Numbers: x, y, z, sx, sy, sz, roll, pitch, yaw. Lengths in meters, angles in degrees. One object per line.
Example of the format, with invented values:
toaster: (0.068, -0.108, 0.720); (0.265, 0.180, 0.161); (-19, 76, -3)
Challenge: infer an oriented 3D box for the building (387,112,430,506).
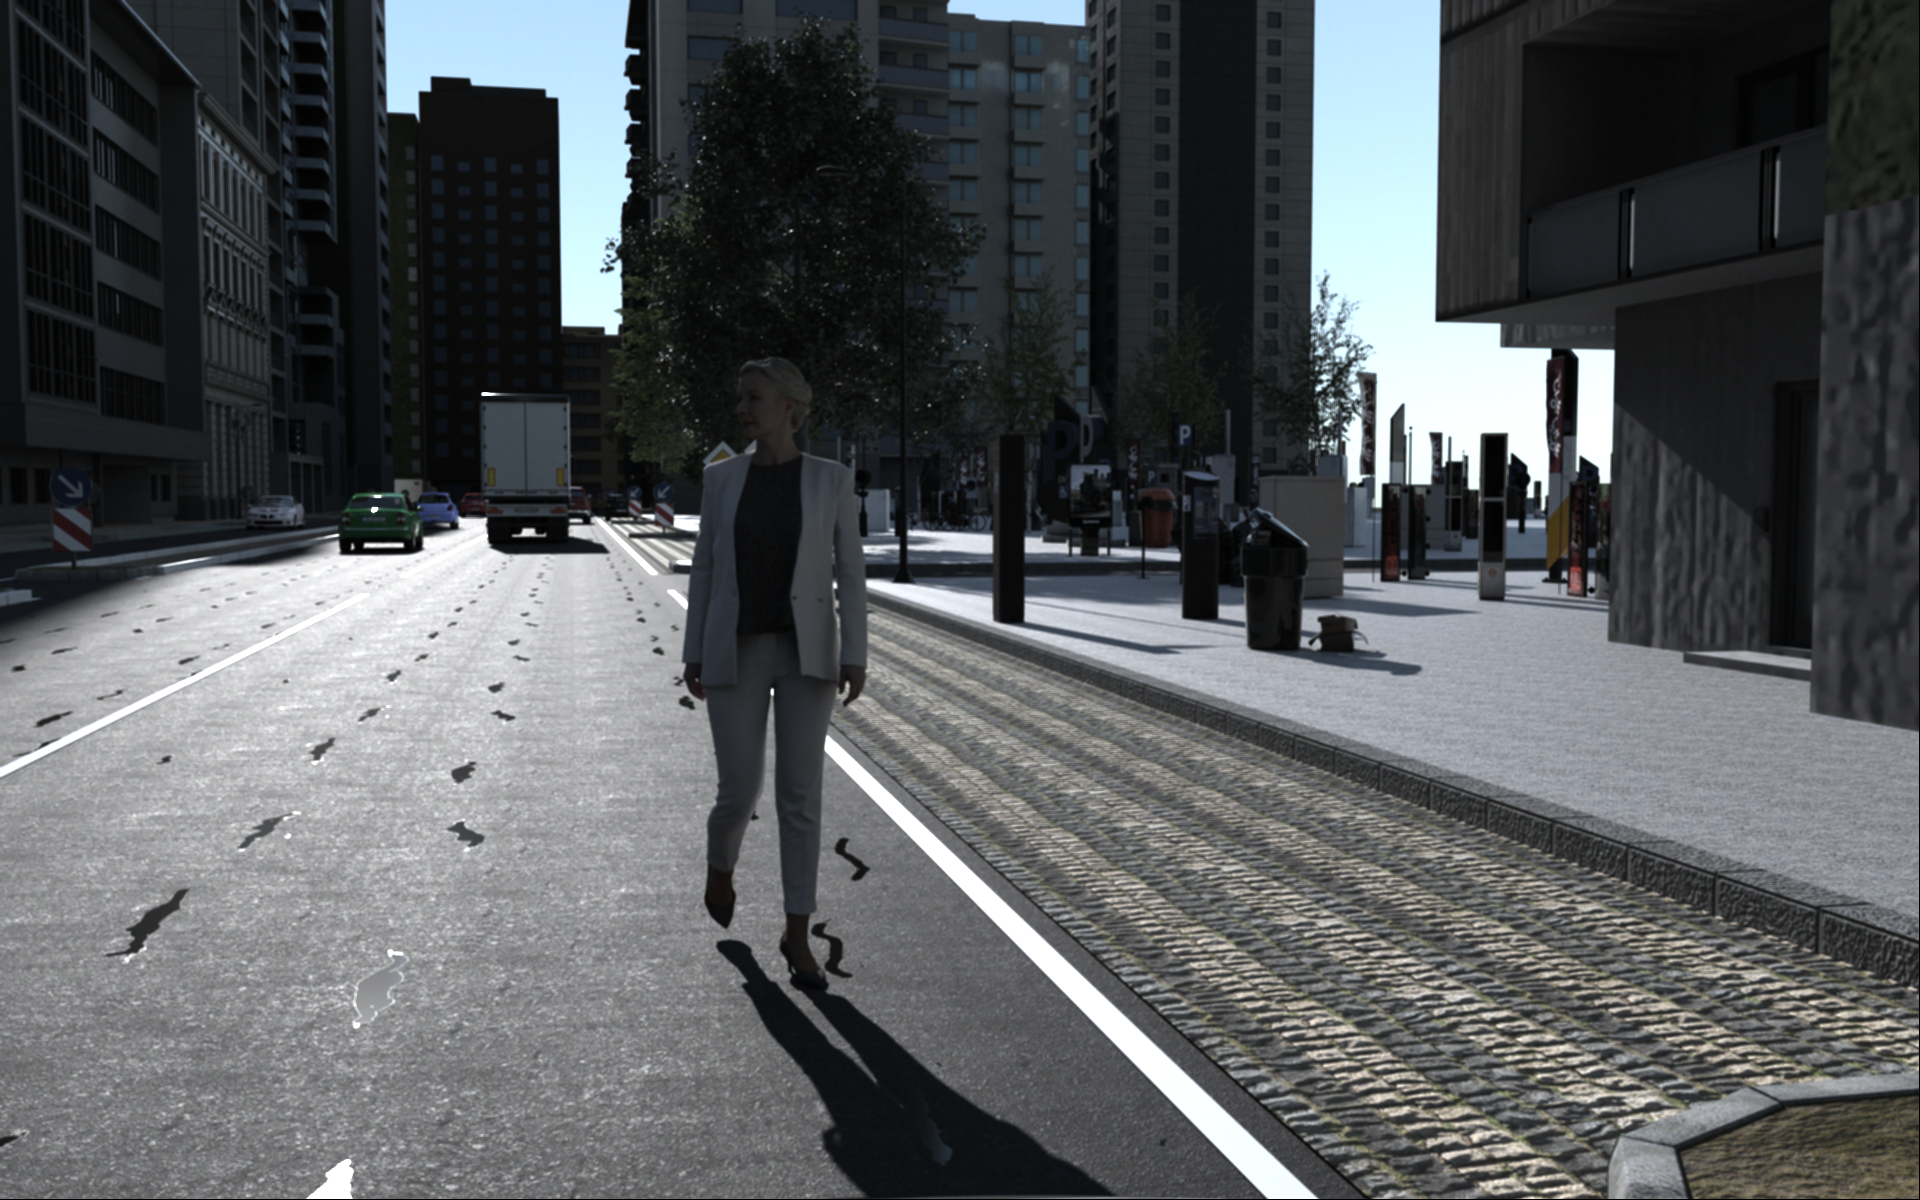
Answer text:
building: (-65.243, -30.843, 187.872); (14.086, 41.232, 14.154); (-1, 4, -13)

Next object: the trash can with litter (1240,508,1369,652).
trash can with litter: (2.845, -0.180, 14.332); (1.055, 1.170, 0.624); (1, 4, 14)

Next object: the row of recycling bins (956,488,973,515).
row of recycling bins: (0.260, -6.072, 106.389); (1.069, 1.692, 3.534); (0, 4, 4)

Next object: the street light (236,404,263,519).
street light: (-36.558, -7.129, 89.099); (1.470, 5.913, 1.316); (-1, 4, -13)

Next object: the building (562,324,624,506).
building: (-31.759, -21.913, 203.313); (28.899, 21.520, 27.650); (-1, 4, -13)

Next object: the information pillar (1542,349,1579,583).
information pillar: (8.645, -2.050, 24.875); (0.183, 3.616, 0.504); (-1, 4, -23)

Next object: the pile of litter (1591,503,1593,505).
pile of litter: (41.993, -6.140, 114.357); (1.176, 0.858, 1.719); (-3, 5, -42)

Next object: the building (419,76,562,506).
building: (-51.119, -33.047, 190.432); (14.200, 45.320, 14.600); (-1, 4, -13)

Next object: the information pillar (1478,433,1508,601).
information pillar: (6.448, -1.008, 20.968); (0.304, 2.012, 0.304); (1, 4, 13)

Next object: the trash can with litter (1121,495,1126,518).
trash can with litter: (9.270, -5.029, 93.283); (2.233, 1.210, 1.678); (1, 4, 9)

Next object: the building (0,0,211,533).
building: (-38.984, -15.055, 65.215); (14.314, 24.678, 30.058); (-1, 4, -13)

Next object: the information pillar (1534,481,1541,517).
information pillar: (32.344, -5.658, 97.005); (0.304, 2.012, 0.304); (0, 4, -3)

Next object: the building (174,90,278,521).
building: (-42.856, -15.987, 90.272); (11.050, 23.489, 19.941); (-1, 4, -13)

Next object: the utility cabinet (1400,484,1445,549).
utility cabinet: (10.710, -1.922, 40.098); (1.173, 1.500, 0.318); (0, 4, -3)

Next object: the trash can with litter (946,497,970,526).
trash can with litter: (-0.034, -3.608, 70.374); (1.055, 1.170, 0.624); (2, 4, 31)

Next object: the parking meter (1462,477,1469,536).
parking meter: (15.281, -2.883, 52.848); (0.255, 1.863, 0.399); (-3, 4, -36)

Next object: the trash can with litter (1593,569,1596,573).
trash can with litter: (10.276, -0.918, 26.397); (1.055, 1.170, 0.624); (0, 4, 0)

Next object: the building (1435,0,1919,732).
building: (11.470, -20.092, 12.093); (14.154, 41.232, 14.086); (-1, 4, -13)

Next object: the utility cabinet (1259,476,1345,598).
utility cabinet: (4.167, -0.764, 21.175); (1.173, 1.500, 0.318); (-2, 4, -34)

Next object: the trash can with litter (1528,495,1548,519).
trash can with litter: (30.846, -4.894, 91.070); (1.678, 1.210, 2.233); (-2, 4, -29)

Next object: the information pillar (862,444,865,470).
information pillar: (-3.751, -4.650, 67.377); (0.183, 3.616, 0.504); (0, 4, -5)

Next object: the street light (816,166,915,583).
street light: (-1.348, -3.197, 24.813); (1.470, 5.913, 1.316); (-1, 4, -13)

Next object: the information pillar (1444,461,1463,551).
information pillar: (11.066, -2.100, 38.830); (0.304, 2.012, 0.304); (0, 4, -6)

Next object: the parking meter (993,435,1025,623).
parking meter: (0.487, -0.711, 17.342); (0.255, 1.863, 0.399); (-1, 4, -11)

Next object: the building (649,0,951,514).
building: (-11.756, -35.662, 125.080); (21.231, 58.520, 28.212); (-1, 4, -13)

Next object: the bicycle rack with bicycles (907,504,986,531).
bicycle rack with bicycles: (-0.436, -2.872, 60.332); (2.925, 0.926, 2.852); (1, 4, 22)

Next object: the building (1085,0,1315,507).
building: (23.428, -45.506, 182.278); (20.611, 71.187, 20.563); (-1, 4, -13)

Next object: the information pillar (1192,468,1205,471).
information pillar: (6.816, -2.761, 49.626); (0.304, 2.012, 0.304); (0, 4, -6)

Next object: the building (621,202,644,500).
building: (-26.944, -24.645, 174.642); (14.160, 30.474, 14.107); (-1, 4, -13)

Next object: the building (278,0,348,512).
building: (-59.307, -50.128, 132.265); (22.319, 86.520, 31.000); (-1, 4, -13)

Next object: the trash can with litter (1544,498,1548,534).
trash can with litter: (19.203, -2.683, 55.250); (1.055, 1.170, 0.624); (2, 4, 33)

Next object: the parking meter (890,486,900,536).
parking meter: (-1.793, -2.698, 52.516); (0.372, 1.533, 0.369); (0, 3, 0)

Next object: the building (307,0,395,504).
building: (-68.434, -37.899, 161.650); (28.212, 58.520, 21.231); (-1, 4, -13)

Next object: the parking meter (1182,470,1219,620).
parking meter: (2.478, -0.576, 17.832); (0.372, 1.533, 0.369); (0, 3, 0)

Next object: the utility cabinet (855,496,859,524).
utility cabinet: (-4.233, -3.499, 68.375); (0.306, 1.237, 1.020); (-1, 4, -20)

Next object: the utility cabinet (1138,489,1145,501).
utility cabinet: (8.539, -4.188, 77.155); (1.173, 1.500, 0.318); (1, 4, 18)

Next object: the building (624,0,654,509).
building: (-18.149, -30.507, 153.416); (22.147, 44.769, 28.867); (-1, 4, -13)

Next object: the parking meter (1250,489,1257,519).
parking meter: (15.314, -5.011, 90.346); (0.372, 1.533, 0.369); (0, 3, 0)

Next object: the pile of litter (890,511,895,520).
pile of litter: (-3.827, -4.324, 84.666); (1.719, 0.858, 1.176); (0, 4, 4)

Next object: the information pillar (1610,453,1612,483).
information pillar: (31.328, -5.597, 82.868); (0.183, 3.616, 0.504); (-2, 4, -25)

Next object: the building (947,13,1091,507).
building: (-1.921, -34.009, 175.655); (30.456, 49.044, 23.786); (-1, 4, -13)

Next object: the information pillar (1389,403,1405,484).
information pillar: (11.253, -3.256, 44.588); (0.504, 3.616, 0.183); (-3, 4, -37)

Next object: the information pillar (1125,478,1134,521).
information pillar: (7.843, -4.619, 80.020); (0.304, 2.012, 0.304); (2, 4, 30)

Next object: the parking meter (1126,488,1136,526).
parking meter: (6.771, -3.685, 68.655); (0.372, 1.533, 0.369); (0, 3, 0)

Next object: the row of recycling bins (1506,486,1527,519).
row of recycling bins: (28.284, -5.056, 89.777); (1.069, 1.692, 3.534); (-1, 4, -9)

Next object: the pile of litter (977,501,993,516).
pile of litter: (1.690, -5.380, 101.921); (1.719, 0.858, 1.176); (-2, 4, -30)

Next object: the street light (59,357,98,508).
street light: (-29.901, -5.270, 58.708); (1.470, 5.913, 1.316); (-1, 4, -13)

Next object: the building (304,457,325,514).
building: (-51.819, -40.964, 108.011); (20.563, 71.187, 20.611); (-1, 4, -13)
